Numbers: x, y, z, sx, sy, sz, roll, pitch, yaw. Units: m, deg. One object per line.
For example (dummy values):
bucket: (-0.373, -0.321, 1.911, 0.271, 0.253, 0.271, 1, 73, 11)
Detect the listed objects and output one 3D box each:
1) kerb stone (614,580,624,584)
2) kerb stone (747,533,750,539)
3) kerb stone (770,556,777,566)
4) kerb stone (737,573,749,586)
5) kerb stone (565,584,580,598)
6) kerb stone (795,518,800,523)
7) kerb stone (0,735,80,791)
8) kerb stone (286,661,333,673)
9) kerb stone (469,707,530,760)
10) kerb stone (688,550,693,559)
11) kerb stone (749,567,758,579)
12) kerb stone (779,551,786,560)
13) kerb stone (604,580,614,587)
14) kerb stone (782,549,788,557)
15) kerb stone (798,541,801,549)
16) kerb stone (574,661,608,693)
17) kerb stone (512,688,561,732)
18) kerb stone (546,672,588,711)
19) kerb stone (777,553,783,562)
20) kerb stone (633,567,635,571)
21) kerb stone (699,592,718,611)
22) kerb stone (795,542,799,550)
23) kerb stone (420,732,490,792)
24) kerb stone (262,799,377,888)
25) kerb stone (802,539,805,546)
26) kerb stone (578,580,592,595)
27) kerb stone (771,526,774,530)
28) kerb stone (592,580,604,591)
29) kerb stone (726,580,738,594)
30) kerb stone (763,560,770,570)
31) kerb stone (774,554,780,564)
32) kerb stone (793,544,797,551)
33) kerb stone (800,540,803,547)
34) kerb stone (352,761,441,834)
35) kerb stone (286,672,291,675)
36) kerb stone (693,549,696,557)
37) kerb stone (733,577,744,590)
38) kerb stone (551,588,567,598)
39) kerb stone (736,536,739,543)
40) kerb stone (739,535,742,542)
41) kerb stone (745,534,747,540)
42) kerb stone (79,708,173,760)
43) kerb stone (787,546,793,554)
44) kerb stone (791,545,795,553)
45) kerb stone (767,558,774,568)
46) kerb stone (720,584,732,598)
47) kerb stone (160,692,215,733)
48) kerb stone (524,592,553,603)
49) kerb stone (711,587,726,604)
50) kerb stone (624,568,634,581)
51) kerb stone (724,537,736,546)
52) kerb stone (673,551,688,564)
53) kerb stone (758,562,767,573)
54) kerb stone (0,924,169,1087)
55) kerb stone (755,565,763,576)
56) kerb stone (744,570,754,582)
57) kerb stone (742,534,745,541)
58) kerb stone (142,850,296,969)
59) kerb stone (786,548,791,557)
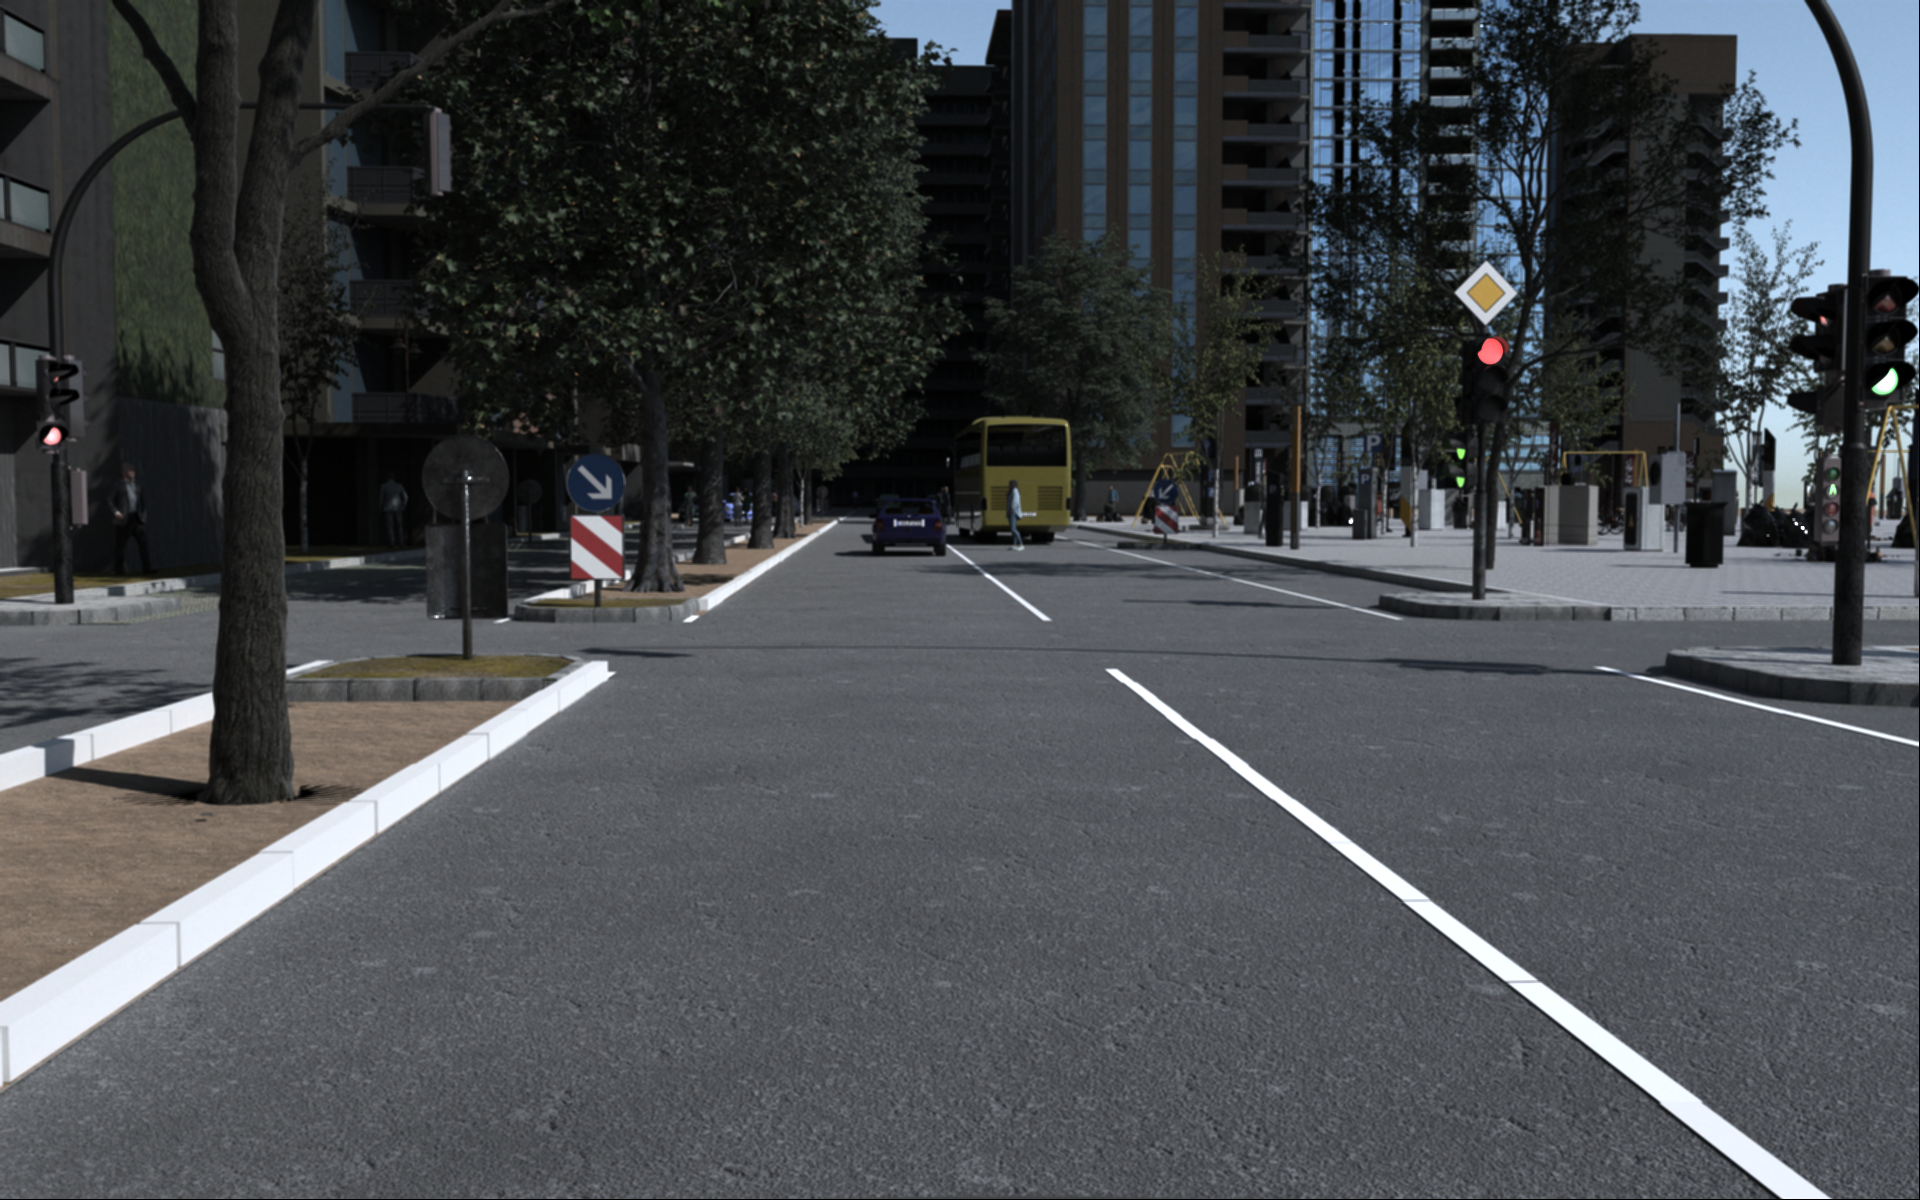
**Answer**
kerb stone: (-5.548, -0.336, 27.696, 0.120, 0.150, 1.000, 0, 4, -3)
kerb stone: (-6.775, -1.963, 54.314, 0.120, 0.150, 1.000, 0, 4, -3)
kerb stone: (-3.728, -0.718, 33.939, 0.120, 0.150, 1.000, 0, 4, -3)
kerb stone: (-3.398, -0.279, 26.764, 0.120, 0.150, 1.000, 0, 4, -3)
kerb stone: (-5.356, -0.086, 23.602, 0.120, 0.150, 1.000, 0, 4, -3)
kerb stone: (-8.415, -4.157, 90.161, 0.120, 0.150, 1.000, 0, 4, -3)
kerb stone: (-4.674, 0.823, 8.740, 0.120, 0.150, 1.000, 0, 4, -3)
kerb stone: (-4.860, 0.572, 12.836, 0.120, 0.150, 1.000, 0, 4, -3)
kerb stone: (-2.612, 0.758, 9.802, 0.120, 0.150, 1.000, 0, 4, -3)
kerb stone: (-6.017, -0.963, 37.941, 0.120, 0.150, 1.000, 0, 4, -3)
kerb stone: (-3.494, -0.405, 28.813, 0.120, 0.150, 1.000, 0, 4, -3)
kerb stone: (-3.860, -0.899, 37.015, 0.120, 0.150, 1.000, 0, 4, -3)
kerb stone: (-5.503, -0.273, 26.666, 0.120, 0.150, 1.000, 0, 4, -3)
kerb stone: (-3.919, -0.969, 38.042, 0.120, 0.150, 1.000, 0, 4, -3)
kerb stone: (-4.204, -1.345, 44.191, 0.120, 0.150, 1.000, 0, 4, -3)
kerb stone: (-2.755, 0.577, 12.867, 0.120, 0.150, 1.000, 0, 4, -3)
kerb stone: (-2.662, 0.696, 10.823, 0.120, 0.150, 1.000, 0, 4, -3)
kerb stone: (-2.706, 0.637, 11.844, 0.120, 0.150, 1.000, 0, 4, -3)
kerb stone: (-3.828, -0.839, 35.991, 0.120, 0.150, 1.000, 0, 4, -3)
kerb stone: (-5.635, -0.461, 29.740, 0.120, 0.150, 1.000, 0, 4, -3)
kerb stone: (-3.162, 0.035, 21.655, 0.120, 0.150, 1.000, 0, 4, -3)
kerb stone: (-4.151, -1.283, 43.170, 0.120, 0.150, 1.000, 0, 4, -3)
kerb stone: (-2.567, 0.827, 8.770, 0.120, 0.150, 1.000, 0, 4, -3)
kerb stone: (-2.480, 0.947, 6.725, 0.120, 0.150, 1.000, 0, 4, -3)
kerb stone: (-4.299, -1.470, 46.245, 0.120, 0.150, 1.000, 0, 4, -3)
kerb stone: (-5.406, -0.148, 24.623, 0.120, 0.150, 1.000, 0, 4, -3)
kerb stone: (-7.525, -2.967, 70.709, 0.120, 0.150, 1.000, 0, 4, -3)
kerb stone: (-5.455, -0.211, 25.644, 0.120, 0.150, 1.000, 0, 4, -3)
kerb stone: (-3.305, -0.148, 24.721, 0.120, 0.150, 1.000, 0, 4, -3)
kerb stone: (-3.643, -0.593, 31.897, 0.120, 0.150, 1.000, 0, 4, -3)
kerb stone: (-3.771, -0.781, 34.961, 0.120, 0.150, 1.000, 0, 4, -3)
kerb stone: (-4.112, -1.220, 42.141, 0.120, 0.150, 1.000, 0, 4, -3)
kerb stone: (-4.243, -1.403, 45.225, 0.120, 0.150, 1.000, 0, 4, -3)
kerb stone: (-2.521, 0.884, 7.749, 0.120, 0.150, 1.000, 0, 4, -3)
kerb stone: (-4.812, 0.635, 11.806, 0.120, 0.150, 1.000, 0, 4, -3)
kerb stone: (-6.056, -1.022, 38.962, 0.120, 0.150, 1.000, 0, 4, -3)
kerb stone: (-3.348, -0.208, 25.744, 0.120, 0.150, 1.000, 0, 4, -3)
kerb stone: (-5.310, -0.023, 22.575, 0.120, 0.150, 1.000, 0, 4, -3)
kerb stone: (-6.583, -1.707, 50.218, 0.120, 0.150, 1.000, 0, 4, -3)
kerb stone: (-6.628, -1.772, 51.239, 0.120, 0.150, 1.000, 0, 4, -3)
kerb stone: (-6.722, -1.899, 53.291, 0.120, 0.150, 1.000, 0, 4, -3)
kerb stone: (-4.717, 0.761, 9.761, 0.120, 0.150, 1.000, 0, 4, -3)
kerb stone: (-4.009, -1.095, 40.095, 0.120, 0.150, 1.000, 0, 4, -3)
kerb stone: (-4.063, -1.157, 41.120, 0.120, 0.150, 1.000, 0, 4, -3)
kerb stone: (-3.678, -0.656, 32.918, 0.120, 0.150, 1.000, 0, 4, -3)
kerb stone: (-3.258, -0.090, 23.700, 0.120, 0.150, 1.000, 0, 4, -3)
kerb stone: (-4.765, 0.698, 10.782, 0.120, 0.150, 1.000, 0, 4, -3)
kerb stone: (-5.257, 0.039, 21.554, 0.120, 0.150, 1.000, 0, 4, -3)
kerb stone: (-3.207, -0.029, 22.678, 0.120, 0.150, 1.000, 0, 4, -3)
kerb stone: (-5.587, -0.399, 28.719, 0.120, 0.150, 1.000, 0, 4, -3)
kerb stone: (-6.529, -1.651, 49.194, 0.120, 0.150, 1.000, 0, 4, -3)
kerb stone: (-5.965, -0.901, 36.920, 0.120, 0.150, 1.000, 0, 4, -3)
kerb stone: (-3.585, -0.530, 30.867, 0.120, 0.150, 1.000, 0, 4, -3)
kerb stone: (-2.382, 1.074, 4.684, 0.120, 0.150, 1.000, 0, 4, -3)
kerb stone: (-3.538, -0.468, 29.845, 0.120, 0.150, 1.000, 0, 4, -3)
kerb stone: (-3.444, -0.336, 27.787, 0.120, 0.150, 1.000, 0, 4, -3)
kerb stone: (-6.673, -1.834, 52.261, 0.120, 0.150, 1.000, 0, 4, -3)
kerb stone: (-2.427, 1.011, 5.705, 0.120, 0.150, 1.000, 0, 4, -3)
kerb stone: (-3.965, -1.030, 39.063, 0.120, 0.150, 1.000, 0, 4, -3)
